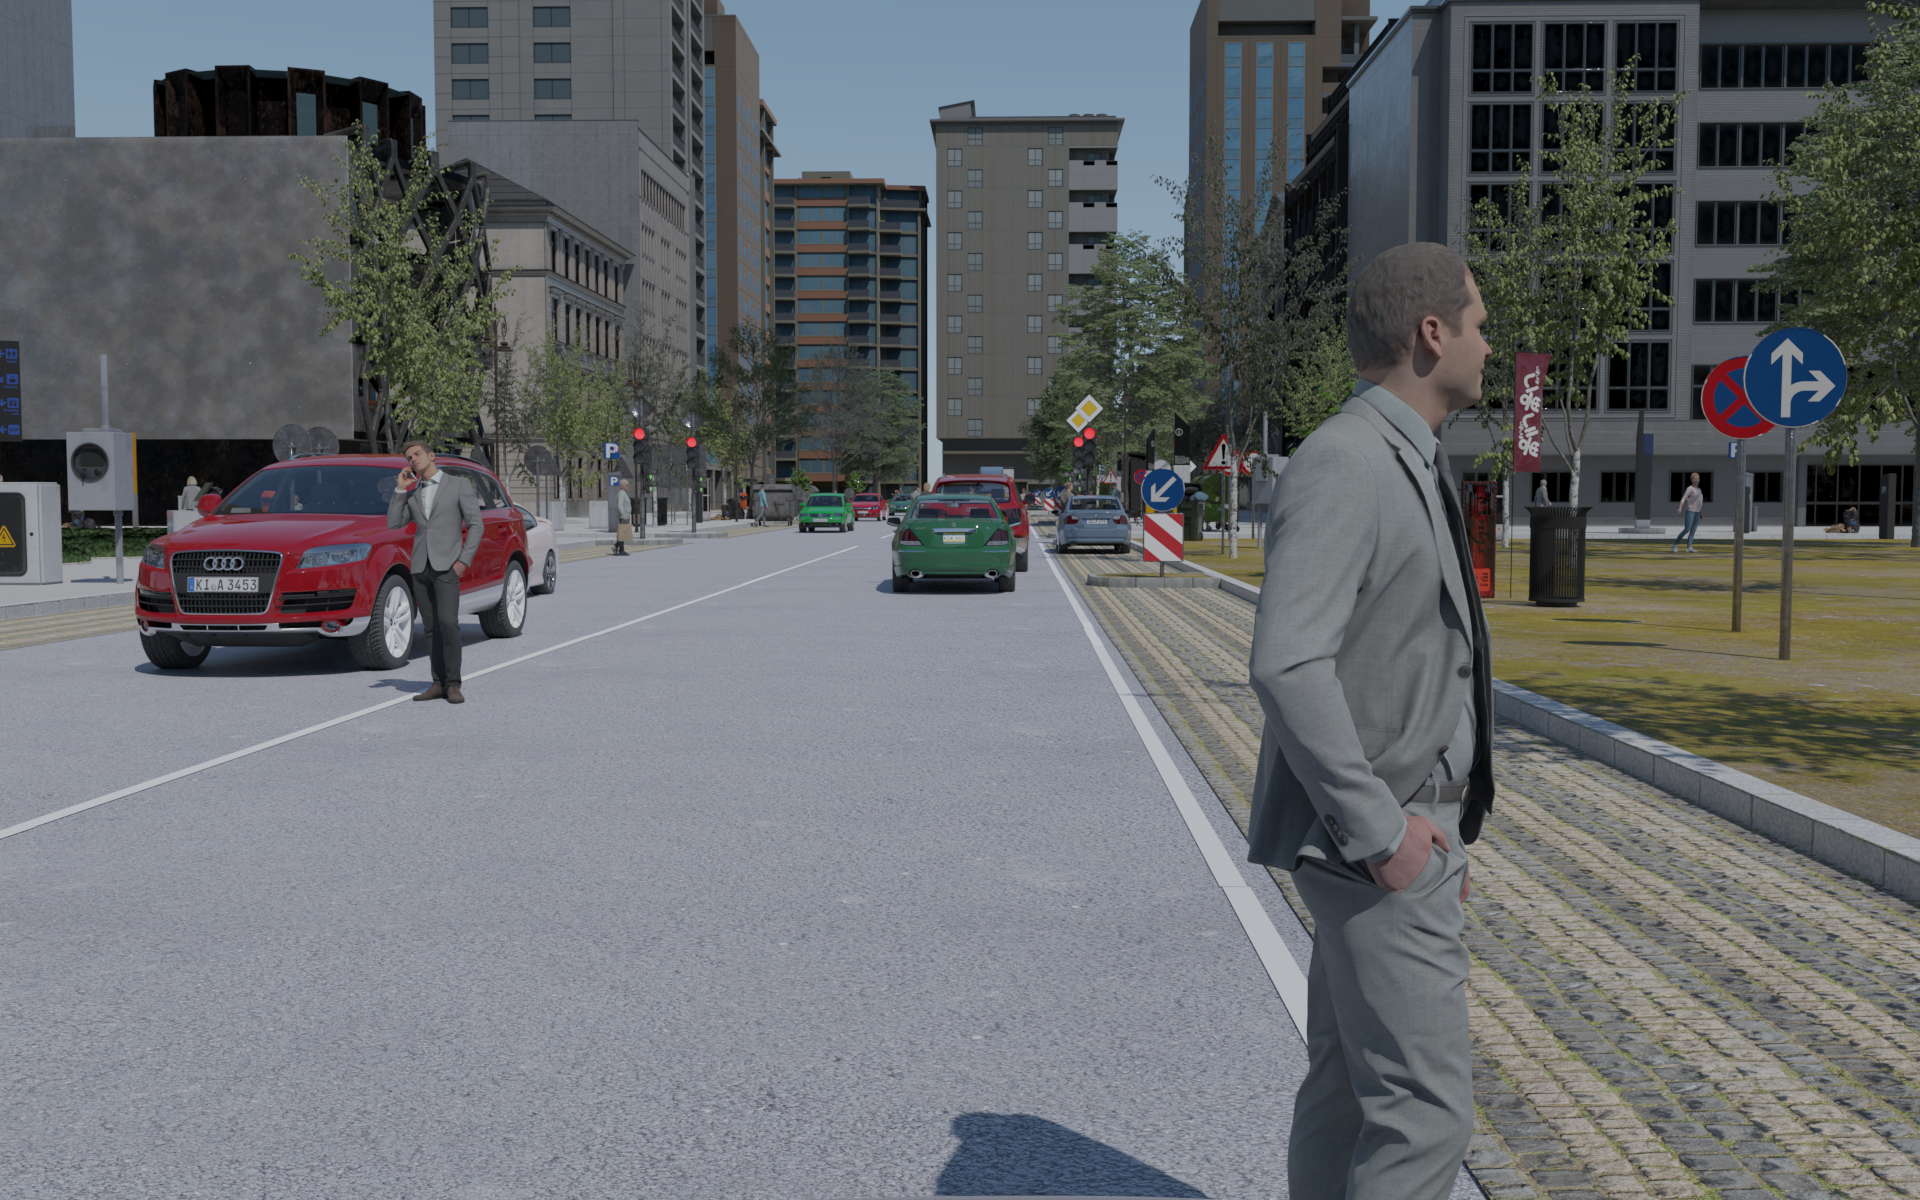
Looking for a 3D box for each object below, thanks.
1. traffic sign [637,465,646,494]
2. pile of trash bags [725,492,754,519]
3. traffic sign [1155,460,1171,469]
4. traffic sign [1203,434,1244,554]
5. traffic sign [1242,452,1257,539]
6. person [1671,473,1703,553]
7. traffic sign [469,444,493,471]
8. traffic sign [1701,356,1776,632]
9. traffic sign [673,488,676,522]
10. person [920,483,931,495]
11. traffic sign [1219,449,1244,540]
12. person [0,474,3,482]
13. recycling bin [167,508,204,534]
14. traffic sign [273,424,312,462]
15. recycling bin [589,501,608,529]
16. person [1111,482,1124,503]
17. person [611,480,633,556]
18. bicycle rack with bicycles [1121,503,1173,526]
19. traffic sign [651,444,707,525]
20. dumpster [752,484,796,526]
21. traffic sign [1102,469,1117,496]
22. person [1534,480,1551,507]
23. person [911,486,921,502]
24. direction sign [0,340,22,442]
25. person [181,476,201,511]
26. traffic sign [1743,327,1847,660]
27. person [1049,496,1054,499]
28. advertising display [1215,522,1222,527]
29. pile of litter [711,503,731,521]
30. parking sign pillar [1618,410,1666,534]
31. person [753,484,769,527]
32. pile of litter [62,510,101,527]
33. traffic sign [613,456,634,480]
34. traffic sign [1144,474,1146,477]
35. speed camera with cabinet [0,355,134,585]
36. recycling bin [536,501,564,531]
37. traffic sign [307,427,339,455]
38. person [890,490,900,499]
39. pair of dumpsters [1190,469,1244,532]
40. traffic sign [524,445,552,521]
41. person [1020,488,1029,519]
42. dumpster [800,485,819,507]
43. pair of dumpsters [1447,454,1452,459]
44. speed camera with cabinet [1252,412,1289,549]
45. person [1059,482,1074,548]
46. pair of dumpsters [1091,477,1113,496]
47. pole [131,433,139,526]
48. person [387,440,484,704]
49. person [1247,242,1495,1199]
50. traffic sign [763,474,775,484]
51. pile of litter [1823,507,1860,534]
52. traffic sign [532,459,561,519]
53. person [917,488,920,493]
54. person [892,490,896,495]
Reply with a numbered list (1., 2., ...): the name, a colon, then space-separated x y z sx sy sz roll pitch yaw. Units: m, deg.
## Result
1. traffic sign: -13.823 -4.635 75.791 0.884 2.594 0.081 1 4 9
2. pile of trash bags: -11.125 -4.851 89.061 1.912 1.369 3.447 -1 4 -9
3. traffic sign: 7.403 -3.900 63.868 0.768 2.556 0.104 1 4 9
4. traffic sign: 5.664 -2.279 37.263 0.884 2.594 0.081 1 4 10
5. traffic sign: 8.383 -3.020 49.482 0.768 2.556 0.104 0 4 3
6. person: 15.857 -1.905 37.869 0.598 1.740 0.731 3 5 45
7. traffic sign: -12.569 -2.761 45.152 0.884 2.594 0.081 1 4 9
8. traffic sign: 7.234 -0.976 16.060 0.768 2.556 0.104 0 4 6
9. traffic sign: -13.074 -4.842 79.268 0.768 2.556 0.104 0 4 3
10. person: -0.713 -2.962 57.144 1.509 1.804 0.699 1 4 22
11. traffic sign: 7.482 -2.928 47.986 0.768 2.556 0.104 1 4 10
12. person: -22.941 -2.147 41.483 0.599 1.781 0.374 0 4 -5
13. recycling bin: -11.701 -0.855 26.532 0.722 1.027 0.722 -2 4 -31
14. traffic sign: -12.111 -1.914 31.407 0.768 2.556 0.104 1 4 10
15. recycling bin: -13.394 -3.174 64.444 0.722 1.027 0.722 0 4 -3
16. person: 6.492 -4.041 72.465 0.721 1.781 0.623 1 4 19
17. person: -7.828 -1.902 40.077 0.515 1.767 0.782 -1 4 -9
18. bicycle rack with bicycles: 8.844 -3.837 76.122 2.852 0.926 2.925 0 4 -4
19. traffic sign: -11.515 -4.717 70.995 2.265 3.308 0.079 0 4 3
20. dumpster: -8.234 -4.184 76.627 1.865 1.857 1.264 0 4 1
21. traffic sign: 7.750 -5.444 89.005 0.884 2.594 0.081 0 4 3
22. person: 20.299 -3.289 60.223 0.834 1.777 0.661 -1 4 -17
23. person: -1.992 -4.250 78.174 0.511 1.800 0.466 -1 4 -17
24. direction sign: -14.291 -2.049 25.496 0.876 3.537 0.379 -2 4 -33
25. person: -22.500 -2.714 50.601 0.709 1.800 0.728 -1 4 -15
26. traffic sign: 6.381 -0.809 13.326 0.768 2.556 0.104 0 4 4
27. person: 10.927 -12.416 209.062 0.705 1.821 1.348 -3 4 -36
28. advertising display: 10.024 -3.765 66.770 0.123 1.923 0.974 -1 4 -11
29. pile of litter: -11.732 -4.334 84.825 1.176 0.858 1.719 0 4 5
30. parking sign pillar: 22.130 -4.135 56.086 1.447 3.967 1.447 1 4 18
31. person: -8.507 -4.017 74.037 0.748 1.841 0.638 -1 4 -15
32. pile of litter: -30.627 -2.822 60.104 1.719 0.858 1.176 0 4 -6
33. traffic sign: -11.655 -3.649 59.664 0.884 2.594 0.081 1 4 9
34. traffic sign: 9.576 -5.289 86.206 0.795 2.593 0.064 0 4 4
35. speed camera with cabinet: -12.838 -1.844 24.489 2.038 3.252 0.660 0 4 1
36. recycling bin: -14.328 -2.936 60.556 0.722 1.027 0.722 1 4 21
37. traffic sign: -12.104 -1.996 32.734 0.768 2.556 0.104 0 4 5
38. person: -5.225 -8.274 143.881 1.348 1.812 0.705 2 4 25
39. pair of dumpsters: 8.848 -3.535 60.284 1.574 2.255 4.437 0 4 2
40. traffic sign: -11.022 -2.760 45.227 0.768 2.556 0.104 0 4 6
41. person: 3.411 -5.037 91.612 0.466 1.731 0.760 -3 5 -42
42. dumpster: -9.975 -6.623 114.042 1.264 1.857 1.865 0 4 2
43. pair of dumpsters: 7.165 -1.663 29.691 1.574 2.255 4.437 0 4 2
44. speed camera with cabinet: 7.691 -2.799 40.094 0.660 3.252 2.038 -3 4 -36
45. person: 2.903 -2.257 45.946 0.362 1.759 0.519 -3 5 -42
46. pair of dumpsters: 8.185 -5.897 98.905 1.574 2.255 4.437 0 4 2
47. pole: -27.480 -3.903 57.655 0.158 3.312 0.155 0 3 0
48. person: -3.628 -0.203 11.998 0.592 1.802 0.473 2 4 30
49. person: 0.638 0.364 2.653 0.391 1.810 0.635 1 4 10
50. traffic sign: -11.804 -6.547 107.151 0.768 2.556 0.104 0 4 2
51. pile of litter: 29.044 -2.634 57.038 1.719 0.858 1.176 -3 5 -42
52. traffic sign: -11.884 -3.046 49.799 0.884 2.594 0.081 1 4 9
53. person: -2.189 -4.558 83.698 0.598 1.740 0.731 2 4 24
54. person: -7.320 -11.475 194.182 0.750 1.759 0.617 0 4 -4
